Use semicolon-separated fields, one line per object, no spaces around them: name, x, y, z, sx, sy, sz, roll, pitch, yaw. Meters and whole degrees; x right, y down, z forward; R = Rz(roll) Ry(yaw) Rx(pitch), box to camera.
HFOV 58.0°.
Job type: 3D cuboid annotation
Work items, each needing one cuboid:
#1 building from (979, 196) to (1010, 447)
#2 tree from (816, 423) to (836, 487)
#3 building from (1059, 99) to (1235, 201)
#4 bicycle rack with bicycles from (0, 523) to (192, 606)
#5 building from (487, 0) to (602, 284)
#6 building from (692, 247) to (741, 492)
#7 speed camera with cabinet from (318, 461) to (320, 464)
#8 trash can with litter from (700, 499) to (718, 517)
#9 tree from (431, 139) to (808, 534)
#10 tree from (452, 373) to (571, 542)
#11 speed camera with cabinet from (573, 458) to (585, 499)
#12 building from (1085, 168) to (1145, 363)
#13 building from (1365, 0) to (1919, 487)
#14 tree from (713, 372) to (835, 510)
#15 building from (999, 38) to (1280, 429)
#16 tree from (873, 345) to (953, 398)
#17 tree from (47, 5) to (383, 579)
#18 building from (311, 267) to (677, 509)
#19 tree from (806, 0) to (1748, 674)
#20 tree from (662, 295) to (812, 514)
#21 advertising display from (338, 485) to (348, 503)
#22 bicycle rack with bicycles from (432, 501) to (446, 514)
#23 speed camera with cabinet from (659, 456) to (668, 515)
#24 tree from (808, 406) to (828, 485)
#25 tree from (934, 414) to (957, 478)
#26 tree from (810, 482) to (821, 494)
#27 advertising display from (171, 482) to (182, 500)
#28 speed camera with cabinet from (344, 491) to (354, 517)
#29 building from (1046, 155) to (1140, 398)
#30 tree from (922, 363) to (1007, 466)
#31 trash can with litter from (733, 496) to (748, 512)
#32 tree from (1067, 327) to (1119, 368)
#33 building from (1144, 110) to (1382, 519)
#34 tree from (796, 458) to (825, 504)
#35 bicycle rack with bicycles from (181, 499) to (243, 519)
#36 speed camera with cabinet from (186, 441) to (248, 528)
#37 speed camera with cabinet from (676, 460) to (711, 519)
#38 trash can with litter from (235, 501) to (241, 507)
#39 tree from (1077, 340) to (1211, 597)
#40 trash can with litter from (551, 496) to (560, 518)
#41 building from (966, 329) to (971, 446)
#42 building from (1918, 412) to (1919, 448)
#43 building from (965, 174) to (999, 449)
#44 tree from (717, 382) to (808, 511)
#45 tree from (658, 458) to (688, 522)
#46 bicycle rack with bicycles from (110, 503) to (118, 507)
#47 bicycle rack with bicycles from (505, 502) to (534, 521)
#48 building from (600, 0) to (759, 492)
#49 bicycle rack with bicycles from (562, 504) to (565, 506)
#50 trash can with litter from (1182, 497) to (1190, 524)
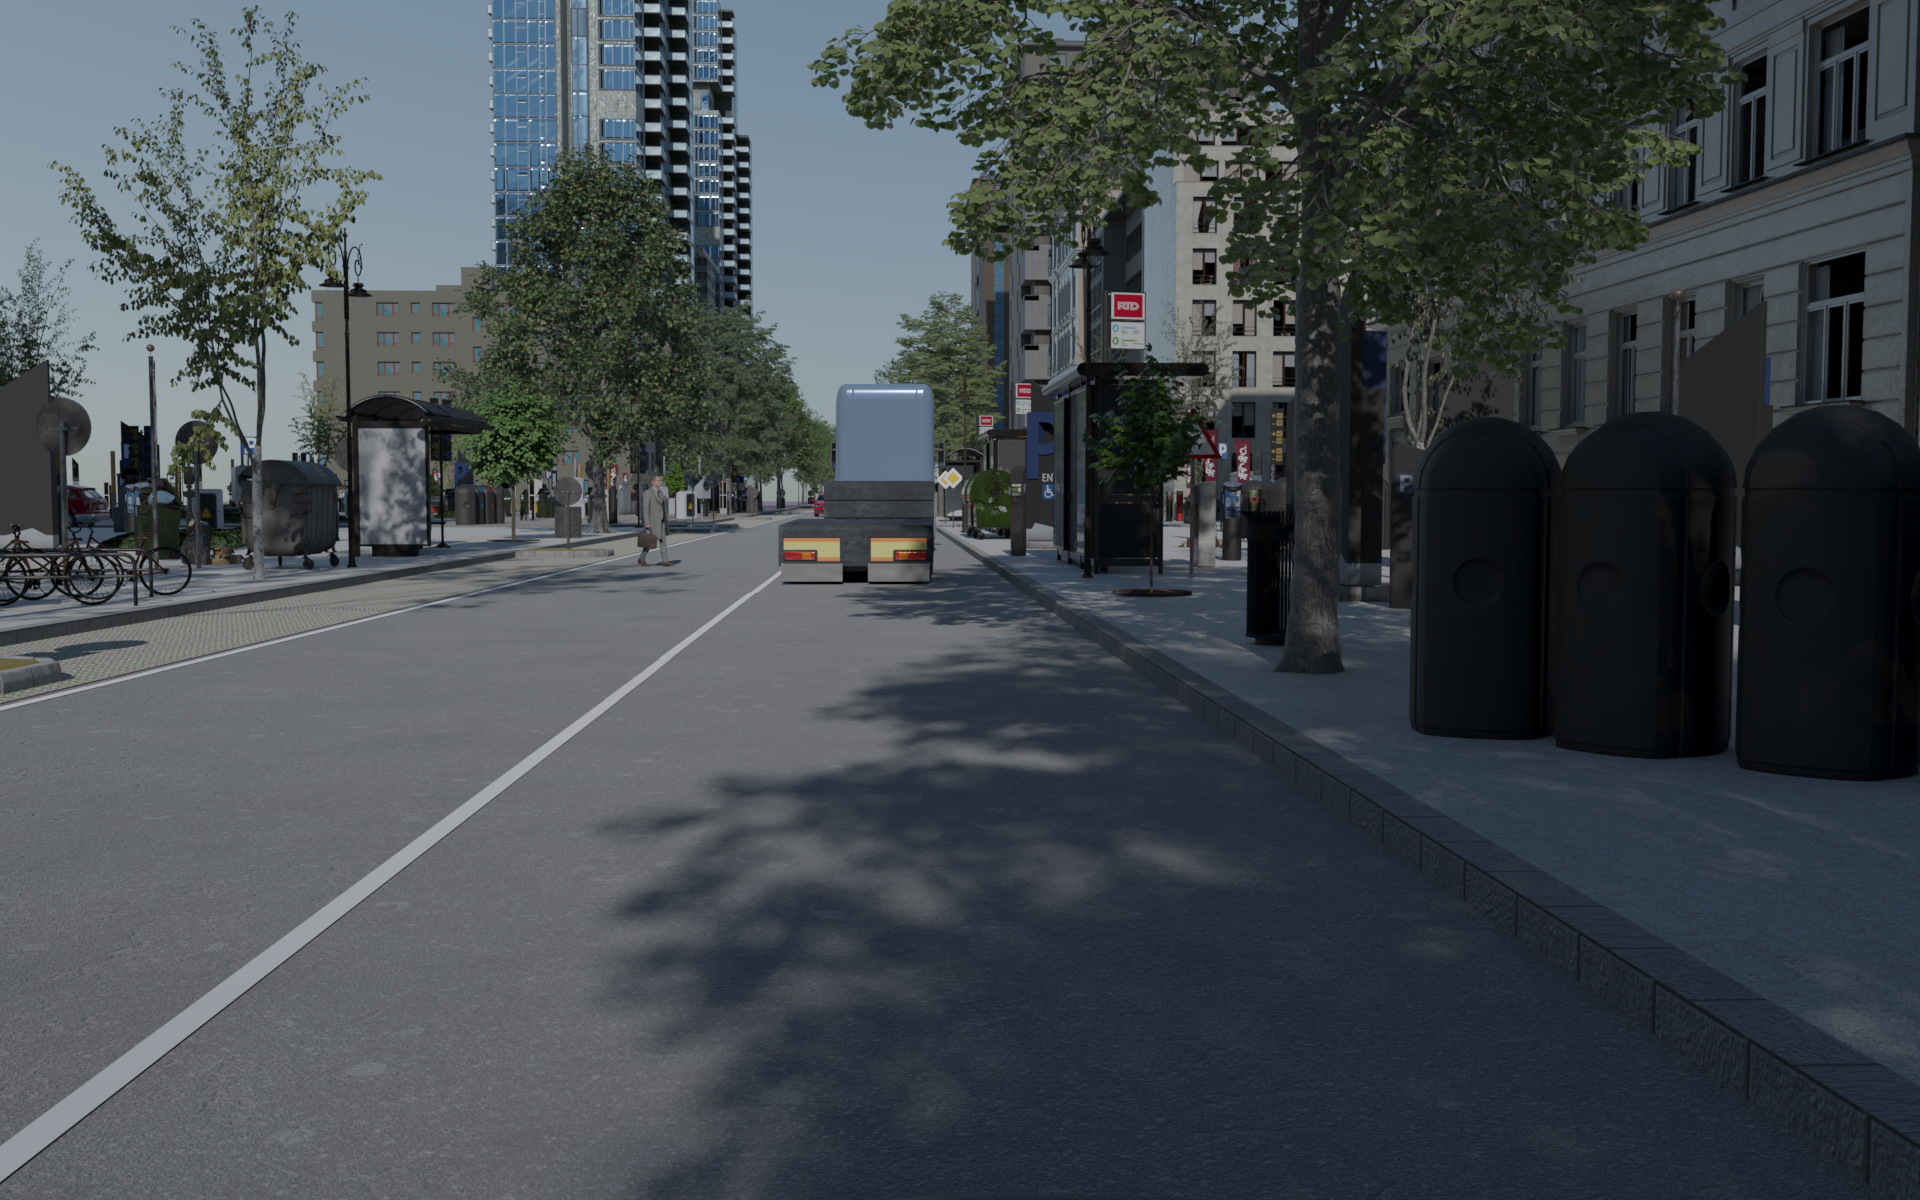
building;10.078;-37.261;259.328;14.600;45.320;14.200;0;4;-3
tree;-23.462;-24.423;305.974;9.857;13.997;8.962;0;3;0
building;22.776;-29.538;174.833;32.217;40.220;23.993;0;4;-3
bicycle rack with bicycles;-10.774;-0.432;20.451;2.925;0.926;2.852;-1;4;-18
building;-39.818;-53.659;190.003;22.319;86.520;31.000;0;4;-3
building;-48.674;-34.349;253.484;32.217;40.220;23.993;0;4;-3
speed camera with cabinet;-38.457;-6.669;103.377;0.660;3.252;2.038;-1;4;-22
trash can with litter;-14.285;-5.329;98.517;1.055;1.170;0.624;0;4;-5
tree;-11.857;-8.515;56.234;9.611;12.733;9.660;0;3;0
tree;-12.300;-3.886;47.251;4.285;4.588;4.351;0;3;0
speed camera with cabinet;-20.947;-6.161;95.068;0.660;3.252;2.038;-1;4;-10
building;16.982;-18.078;114.645;14.314;24.678;30.058;0;4;-3
building;21.020;-12.666;40.367;16.112;22.955;30.059;0;4;-3
tree;-16.437;-13.147;140.712;9.928;11.665;9.643;0;3;0
building;20.025;-37.364;200.143;28.713;52.752;27.495;0;4;-3
tree;-3.966;-21.960;214.934;12.611;20.169;13.585;0;3;0
tree;-10.817;-4.620;25.893;4.737;8.622;4.395;0;3;0
building;-41.674;-19.379;161.882;27.650;21.520;28.899;0;4;-3
tree;2.479;-5.779;12.610;7.486;12.596;7.792;0;3;0
tree;-14.967;-12.455;110.294;9.857;13.997;8.962;0;3;0
advertising display;-43.629;-7.158;122.248;0.123;1.923;0.974;3;4;36
bicycle rack with bicycles;-36.346;-6.481;119.341;2.925;0.926;2.852;-1;4;-9
speed camera with cabinet;-15.910;-5.905;90.886;0.660;3.252;2.038;-2;4;-28
tree;-17.202;-15.062;163.277;9.611;12.733;9.660;0;3;0
tree;-1.291;-10.896;128.511;4.737;8.622;4.395;0;3;0
tree;-21.455;-16.009;256.340;1.663;3.219;1.824;0;3;0
advertising display;-43.785;-5.600;96.774;0.974;1.923;0.123;3;4;39
speed camera with cabinet;-29.964;-5.689;87.350;2.038;3.252;0.660;0;4;4
building;14.505;-21.631;139.576;13.634;28.700;20.117;0;4;-3
tree;-1.214;-11.043;114.973;8.767;10.594;7.601;0;4;-3
trash can with litter;-15.862;-6.998;125.802;1.055;1.170;0.624;2;4;30
tree;5.732;-7.665;75.678;4.360;8.622;3.978;0;3;0
building;18.702;-14.391;90.042;16.860;20.320;10.420;0;4;-3
tree;-19.875;-16.777;224.665;4.360;8.622;3.978;0;3;0
bicycle rack with bicycles;-36.567;-4.365;84.757;2.925;0.926;2.852;3;4;39
speed camera with cabinet;-23.684;-3.746;55.576;2.038;3.252;0.660;-3;4;-36
speed camera with cabinet;-13.619;-5.763;88.563;0.660;3.252;2.038;2;4;33
trash can with litter;-49.765;-6.659;119.924;2.233;1.210;1.678;1;4;14
tree;2.303;-1.675;21.986;1.663;3.219;1.824;0;3;0
trash can with litter;-22.157;-5.102;94.802;0.624;1.170;1.055;0;4;-5
building;7.957;-32.407;301.561;14.160;30.474;14.107;0;4;-3
building;37.705;-16.713;91.279;19.932;24.808;12.078;0;4;-3
building;15.805;-42.260;280.181;28.713;52.752;27.495;0;4;-3
tree;-15.343;-12.024;131.009;8.767;10.594;7.601;3;5;39
tree;-13.227;-5.282;80.965;1.663;3.219;1.824;0;3;0
bicycle rack with bicycles;-63.149;-7.037;128.444;2.852;0.926;2.925;2;4;33
bicycle rack with bicycles;-21.447;-4.277;83.316;2.852;0.926;2.925;0;4;-4
building;-43.766;-59.211;280.768;22.319;86.520;31.000;0;4;-3
bicycle rack with bicycles;-25.529;-5.932;110.366;2.852;0.926;2.925;3;4;36
trash can with litter;10.034;-3.844;74.236;1.055;1.170;0.624;2;4;32
